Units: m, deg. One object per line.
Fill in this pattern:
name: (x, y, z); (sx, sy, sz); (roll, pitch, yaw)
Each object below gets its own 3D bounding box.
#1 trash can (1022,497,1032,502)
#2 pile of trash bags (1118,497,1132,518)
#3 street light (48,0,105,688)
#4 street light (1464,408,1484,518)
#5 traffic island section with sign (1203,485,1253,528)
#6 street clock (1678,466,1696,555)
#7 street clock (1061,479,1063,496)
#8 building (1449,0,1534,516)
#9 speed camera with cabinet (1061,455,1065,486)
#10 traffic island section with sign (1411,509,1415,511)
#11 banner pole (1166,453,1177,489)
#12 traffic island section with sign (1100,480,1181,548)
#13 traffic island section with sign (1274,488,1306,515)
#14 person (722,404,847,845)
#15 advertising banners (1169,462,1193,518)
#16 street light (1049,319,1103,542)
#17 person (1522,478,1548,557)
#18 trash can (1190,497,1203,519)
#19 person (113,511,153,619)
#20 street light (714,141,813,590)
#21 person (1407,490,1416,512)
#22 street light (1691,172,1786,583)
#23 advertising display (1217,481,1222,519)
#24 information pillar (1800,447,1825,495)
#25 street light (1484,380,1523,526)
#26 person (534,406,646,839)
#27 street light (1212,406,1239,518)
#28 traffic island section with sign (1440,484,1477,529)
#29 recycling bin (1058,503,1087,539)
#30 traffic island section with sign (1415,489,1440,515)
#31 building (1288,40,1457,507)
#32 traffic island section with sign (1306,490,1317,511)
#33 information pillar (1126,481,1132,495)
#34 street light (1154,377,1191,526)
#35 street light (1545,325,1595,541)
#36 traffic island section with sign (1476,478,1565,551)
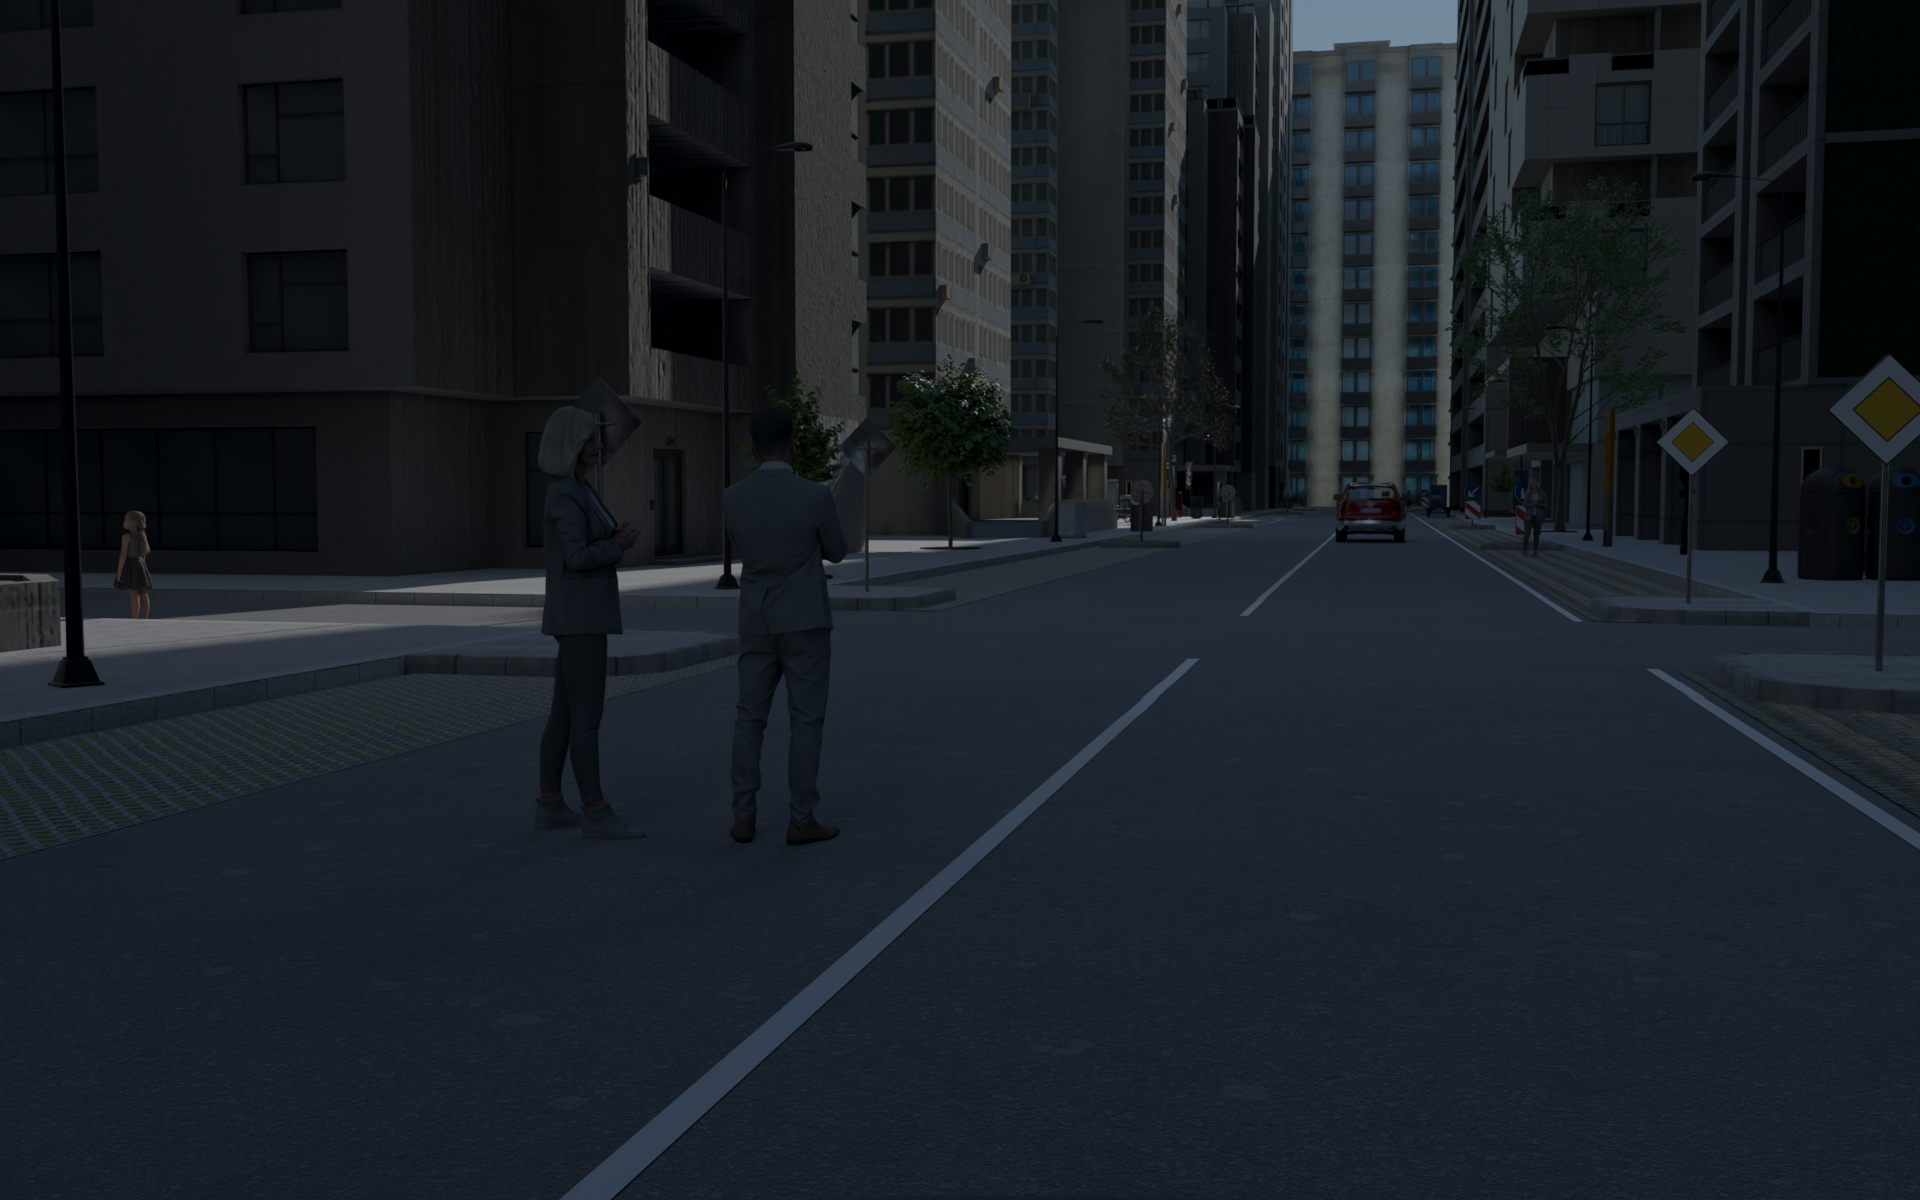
trash can: (3.026, -4.274, 81.526); (0.748, 1.137, 0.748); (0, 3, 0)
pile of trash bags: (8.300, -5.131, 93.645); (1.912, 1.369, 3.447); (1, 4, 22)
street light: (-5.405, -2.371, 11.309); (1.470, 5.913, 1.316); (1, 4, 14)
street light: (27.732, -7.362, 92.903); (1.470, 5.913, 1.316); (1, 4, 14)
traffic island section with sign: (11.367, -3.955, 73.289); (1.989, 1.847, 2.006); (1, 4, 14)
street clock: (15.308, -1.953, 36.495); (0.358, 2.002, 0.471); (1, 4, 12)
street clock: (4.646, -4.695, 81.331); (0.358, 2.002, 0.471); (2, 4, 24)
building: (47.174, -30.662, 125.018); (21.300, 48.544, 21.600); (1, 4, 14)
speed camera with cabinet: (5.837, -5.697, 87.489); (2.038, 3.252, 0.660); (1, 4, 18)
traffic island section with sign: (38.987, -8.384, 145.701); (1.989, 1.847, 2.006); (1, 4, 14)
banner pole: (11.112, -6.226, 91.812); (0.863, 3.779, 0.401); (1, 4, 16)
traffic island section with sign: (4.889, -2.319, 46.537); (1.989, 1.847, 2.006); (1, 4, 14)
traffic island section with sign: (23.083, -6.909, 121.590); (1.989, 1.847, 2.006); (1, 4, 14)
person: (-0.726, 0.089, 7.229); (0.511, 1.800, 0.466); (0, 4, 3)
advertising banners: (11.924, -6.019, 94.595); (0.090, 3.025, 2.074); (-3, 5, -43)
street light: (3.110, -4.505, 46.201); (1.470, 5.913, 1.316); (1, 4, 14)
person: (12.961, -1.856, 39.022); (0.537, 1.800, 0.526); (1, 4, 21)
trash can: (12.333, -4.809, 90.281); (0.748, 1.137, 0.748); (0, 3, 0)
person: (-8.781, -0.317, 18.359); (0.373, 1.253, 0.362); (1, 4, 17)
street light: (-2.617, -3.092, 23.101); (1.470, 5.913, 1.316); (1, 4, 14)
person: (35.693, -7.843, 137.517); (0.721, 1.735, 1.217); (-2, 4, -31)
street light: (11.230, -3.209, 25.008); (1.470, 5.913, 1.316); (1, 4, 14)
advertising display: (13.293, -5.108, 88.729); (0.123, 1.923, 0.974); (0, 4, 2)
information pillar: (13.325, -1.384, 27.118); (0.304, 2.012, 0.304); (2, 4, 31)
street light: (22.212, -5.978, 70.276); (1.470, 5.913, 1.316); (1, 4, 14)
person: (-1.564, 0.079, 7.394); (0.526, 1.800, 0.537); (0, 4, 3)
street light: (14.017, -7.275, 91.487); (1.470, 5.913, 1.316); (1, 4, 14)
traffic island section with sign: (20.849, -3.810, 70.927); (1.989, 1.847, 2.006); (1, 4, 14)
recycling bin: (3.225, -2.316, 50.423); (0.722, 1.027, 0.722); (2, 4, 34)
traffic island section with sign: (32.573, -6.764, 119.223); (1.989, 1.847, 2.006); (1, 4, 14)
building: (42.823, -34.661, 186.311); (30.456, 49.044, 23.786); (1, 4, 14)
traffic island section with sign: (29.675, -8.570, 148.747); (1.989, 1.847, 2.006); (1, 4, 14)
information pillar: (9.516, -5.693, 97.570); (0.304, 2.012, 0.304); (0, 4, 4)
street light: (8.452, -5.892, 68.871); (1.470, 5.913, 1.316); (1, 4, 14)
street light: (16.761, -4.593, 47.632); (1.470, 5.913, 1.316); (1, 4, 14)
traffic island section with sign: (14.499, -2.208, 44.727); (1.989, 1.847, 2.006); (1, 4, 14)
